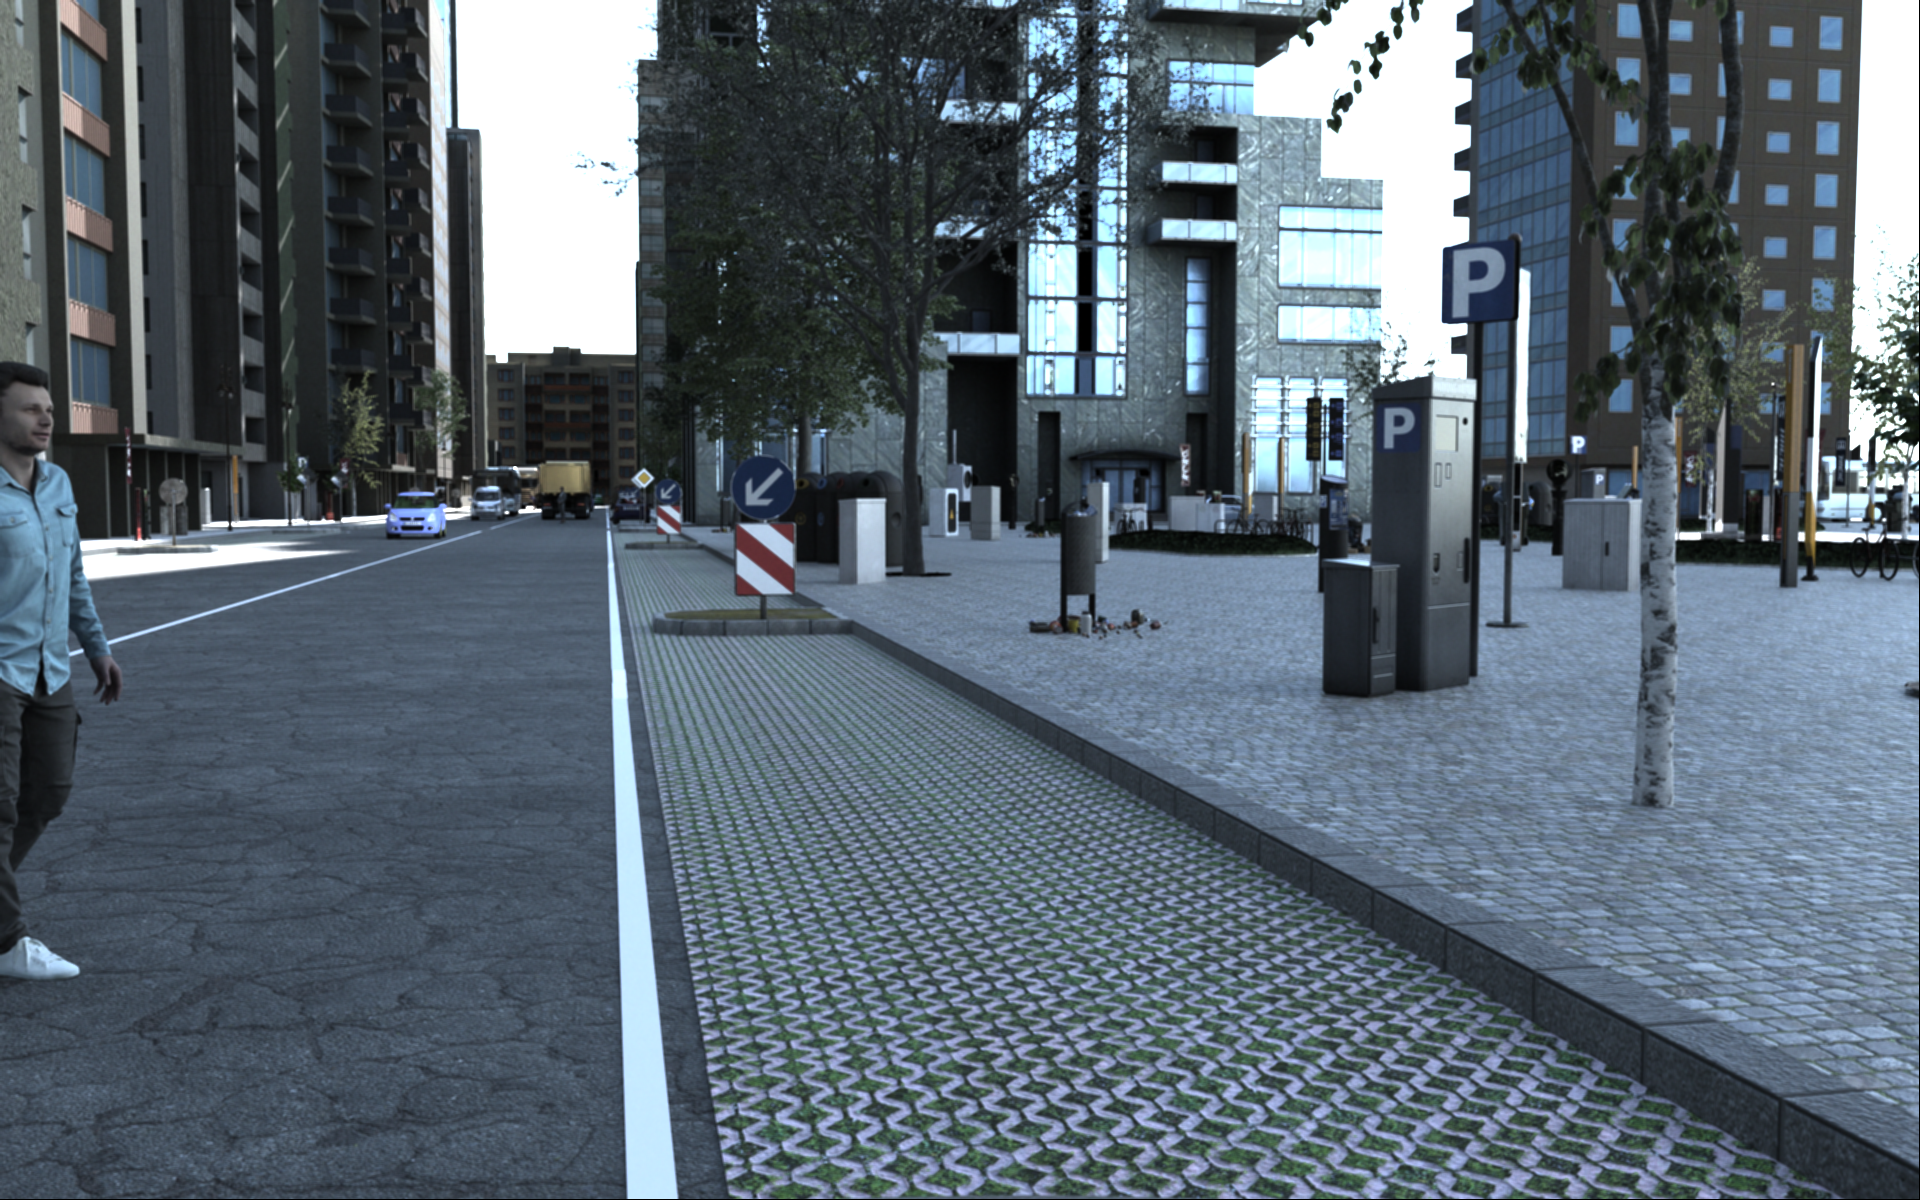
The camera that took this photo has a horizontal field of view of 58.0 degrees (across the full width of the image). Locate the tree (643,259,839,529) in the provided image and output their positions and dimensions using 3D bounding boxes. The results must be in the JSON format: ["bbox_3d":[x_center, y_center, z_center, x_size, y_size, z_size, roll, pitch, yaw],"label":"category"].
[{"bbox_3d":[-7.540,-7.703,60.361,7.601,10.594,8.767,0,4,-6],"label":"tree"}]

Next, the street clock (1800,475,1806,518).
[{"bbox_3d":[31.429,-3.655,64.334,0.471,2.002,0.358,-2,4,-33],"label":"street clock"}]

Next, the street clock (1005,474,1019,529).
[{"bbox_3d":[1.899,-3.571,62.963,0.471,2.002,0.358,-3,4,-38],"label":"street clock"}]

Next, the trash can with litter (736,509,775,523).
[{"bbox_3d":[-4.445,-1.678,38.828,1.055,1.170,0.624,-3,4,-37],"label":"trash can with litter"}]

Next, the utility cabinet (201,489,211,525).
[{"bbox_3d":[-31.225,-3.799,70.784,1.173,1.500,0.318,1,4,13],"label":"utility cabinet"}]

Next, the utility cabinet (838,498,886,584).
[{"bbox_3d":[-1.414,-0.850,25.053,0.306,1.237,1.020,1,4,22],"label":"utility cabinet"}]

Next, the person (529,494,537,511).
[{"bbox_3d":[-36.384,-8.304,147.497,0.421,1.427,0.697,3,5,42],"label":"person"}]

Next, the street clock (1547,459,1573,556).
[{"bbox_3d":[12.506,-1.932,36.165,0.471,2.002,0.358,3,5,44],"label":"street clock"}]

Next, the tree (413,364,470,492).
[{"bbox_3d":[-41.297,-12.667,132.865,9.928,11.665,9.643,0,3,0],"label":"tree"}]

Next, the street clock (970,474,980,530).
[{"bbox_3d":[0.460,-3.472,61.339,0.471,2.002,0.358,1,4,14],"label":"street clock"}]

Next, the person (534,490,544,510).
[{"bbox_3d":[-37.676,-8.975,155.379,1.348,1.807,0.705,0,4,-1],"label":"person"}]

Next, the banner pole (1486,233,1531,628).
[{"bbox_3d":[5.434,-1.644,16.896,0.401,3.779,0.863,2,4,31],"label":"banner pole"}]

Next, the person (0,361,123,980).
[{"bbox_3d":[-2.909,0.200,5.247,0.620,1.820,0.660,1,4,9],"label":"person"}]

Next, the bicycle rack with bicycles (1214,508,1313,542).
[{"bbox_3d":[8.042,-1.915,44.687,2.925,0.926,2.852,-3,5,-42],"label":"bicycle rack with bicycles"}]

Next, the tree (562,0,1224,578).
[{"bbox_3d":[-0.860,-7.124,26.846,12.009,13.543,11.850,0,3,0],"label":"tree"}]

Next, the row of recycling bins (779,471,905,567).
[{"bbox_3d":[-2.090,-1.520,31.961,1.069,1.692,3.534,-2,4,-31],"label":"row of recycling bins"}]

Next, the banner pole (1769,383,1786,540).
[{"bbox_3d":[18.396,-2.992,38.938,0.401,3.779,0.863,0,4,-4],"label":"banner pole"}]

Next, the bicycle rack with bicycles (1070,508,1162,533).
[{"bbox_3d":[3.817,-1.846,43.570,2.852,0.926,2.925,1,4,9],"label":"bicycle rack with bicycles"}]

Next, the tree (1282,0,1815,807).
[{"bbox_3d":[2.632,-3.458,6.906,4.360,8.622,3.978,0,3,0],"label":"tree"}]

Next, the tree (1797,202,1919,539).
[{"bbox_3d":[23.181,-5.651,42.756,4.737,8.622,4.395,0,3,0],"label":"tree"}]

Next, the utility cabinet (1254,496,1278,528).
[{"bbox_3d":[11.744,-3.385,66.510,0.306,1.237,1.020,-2,4,-35],"label":"utility cabinet"}]

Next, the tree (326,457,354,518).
[{"bbox_3d":[-32.908,-5.933,91.609,1.663,3.219,1.824,0,3,0],"label":"tree"}]

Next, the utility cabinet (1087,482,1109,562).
[{"bbox_3d":[2.587,-1.464,32.611,0.318,1.500,1.173,1,4,11],"label":"utility cabinet"}]

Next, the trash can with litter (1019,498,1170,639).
[{"bbox_3d":[1.424,-0.332,16.484,1.678,1.210,2.233,3,4,36],"label":"trash can with litter"}]

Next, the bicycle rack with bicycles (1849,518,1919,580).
[{"bbox_3d":[14.687,-0.733,25.361,2.852,0.926,2.925,1,4,11],"label":"bicycle rack with bicycles"}]

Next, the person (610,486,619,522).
[{"bbox_3d":[-17.249,-4.792,86.759,0.656,1.842,0.836,2,4,29],"label":"person"}]

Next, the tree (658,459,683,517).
[{"bbox_3d":[-15.603,-6.172,95.513,1.663,3.219,1.824,0,3,0],"label":"tree"}]

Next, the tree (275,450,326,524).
[{"bbox_3d":[-29.009,-4.934,75.267,1.663,3.219,1.824,0,3,0],"label":"tree"}]

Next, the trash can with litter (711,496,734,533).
[{"bbox_3d":[-7.636,-2.908,58.603,1.678,1.210,2.233,2,4,24],"label":"trash can with litter"}]

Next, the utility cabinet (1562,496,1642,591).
[{"bbox_3d":[8.626,-0.743,23.316,0.306,1.237,1.020,-2,4,-34],"label":"utility cabinet"}]

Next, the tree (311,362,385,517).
[{"bbox_3d":[-33.842,-8.936,96.462,4.360,8.622,3.978,0,3,0],"label":"tree"}]

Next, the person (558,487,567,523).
[{"bbox_3d":[-19.794,-4.720,85.949,0.520,1.790,0.573,1,4,15],"label":"person"}]

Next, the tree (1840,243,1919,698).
[{"bbox_3d":[6.424,-0.995,10.869,1.663,3.219,1.824,0,3,0],"label":"tree"}]

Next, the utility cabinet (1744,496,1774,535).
[{"bbox_3d":[25.508,-2.683,55.030,1.020,1.237,0.306,3,5,44],"label":"utility cabinet"}]

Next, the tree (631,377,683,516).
[{"bbox_3d":[-16.321,-9.311,102.597,4.737,8.622,4.395,0,3,0],"label":"tree"}]

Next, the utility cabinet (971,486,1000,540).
[{"bbox_3d":[0.717,-2.419,48.223,0.318,1.500,1.173,-2,4,-29],"label":"utility cabinet"}]

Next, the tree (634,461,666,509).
[{"bbox_3d":[-27.002,-10.349,152.913,4.285,4.588,4.351,0,3,0],"label":"tree"}]

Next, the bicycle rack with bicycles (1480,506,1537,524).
[{"bbox_3d":[16.235,-2.511,54.437,2.852,0.926,2.925,-3,5,-39],"label":"bicycle rack with bicycles"}]

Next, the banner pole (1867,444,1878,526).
[{"bbox_3d":[36.483,-4.851,69.337,0.401,3.779,0.863,0,4,4],"label":"banner pole"}]

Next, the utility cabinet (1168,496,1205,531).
[{"bbox_3d":[6.512,-2.363,49.797,1.020,1.237,0.306,0,4,-7],"label":"utility cabinet"}]

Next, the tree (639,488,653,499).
[{"bbox_3d":[-28.037,-9.874,156.046,1.663,3.219,1.824,0,3,0],"label":"tree"}]

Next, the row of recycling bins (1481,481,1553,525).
[{"bbox_3d":[18.366,-3.060,57.152,1.069,1.692,3.534,-1,4,-13],"label":"row of recycling bins"}]

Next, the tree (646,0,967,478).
[{"bbox_3d":[-3.186,-7.392,38.981,7.486,12.596,7.792,0,3,0],"label":"tree"}]

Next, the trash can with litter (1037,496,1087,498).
[{"bbox_3d":[2.604,-2.495,51.856,1.678,1.210,2.233,1,4,20],"label":"trash can with litter"}]
